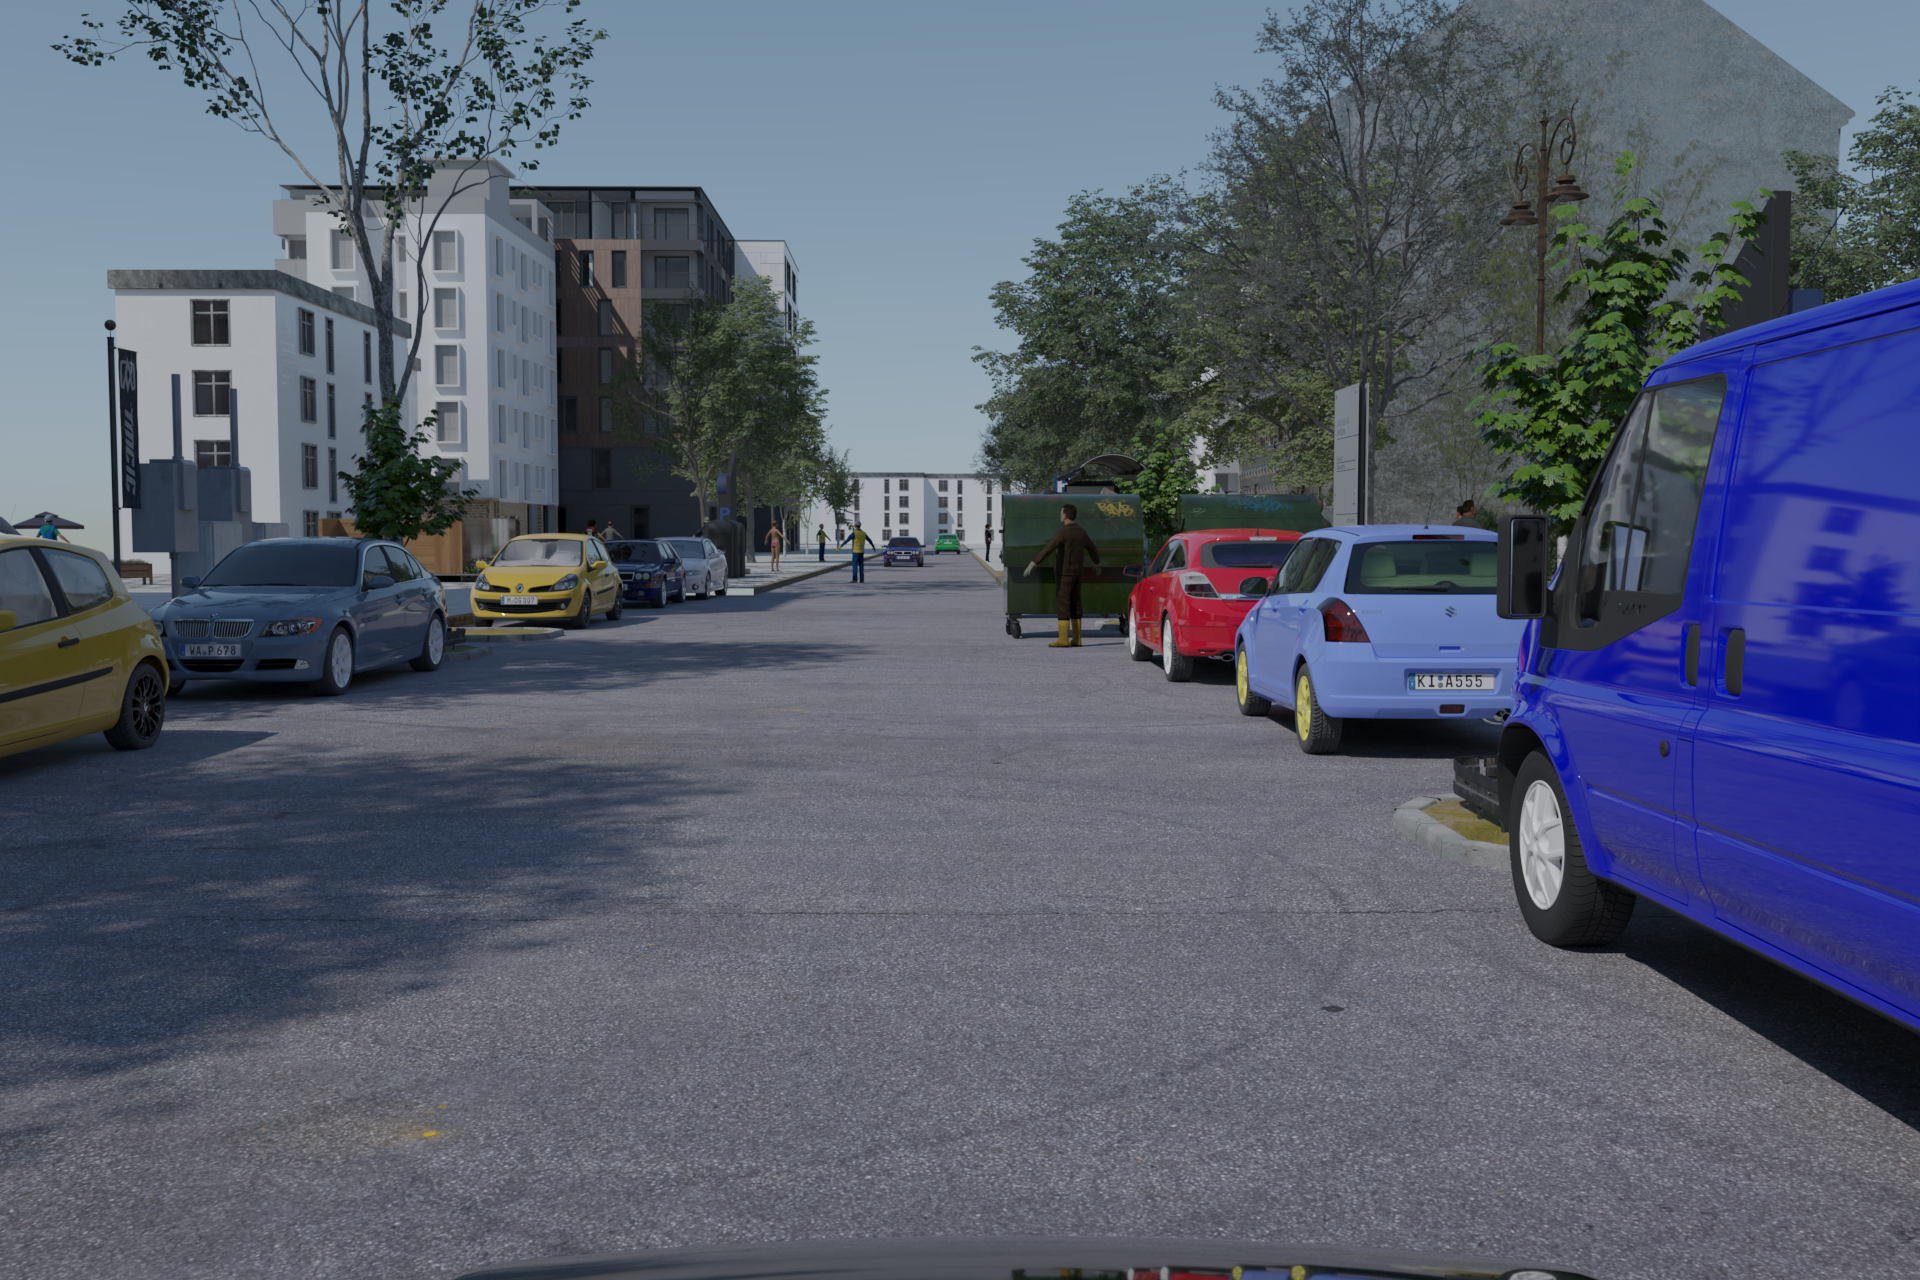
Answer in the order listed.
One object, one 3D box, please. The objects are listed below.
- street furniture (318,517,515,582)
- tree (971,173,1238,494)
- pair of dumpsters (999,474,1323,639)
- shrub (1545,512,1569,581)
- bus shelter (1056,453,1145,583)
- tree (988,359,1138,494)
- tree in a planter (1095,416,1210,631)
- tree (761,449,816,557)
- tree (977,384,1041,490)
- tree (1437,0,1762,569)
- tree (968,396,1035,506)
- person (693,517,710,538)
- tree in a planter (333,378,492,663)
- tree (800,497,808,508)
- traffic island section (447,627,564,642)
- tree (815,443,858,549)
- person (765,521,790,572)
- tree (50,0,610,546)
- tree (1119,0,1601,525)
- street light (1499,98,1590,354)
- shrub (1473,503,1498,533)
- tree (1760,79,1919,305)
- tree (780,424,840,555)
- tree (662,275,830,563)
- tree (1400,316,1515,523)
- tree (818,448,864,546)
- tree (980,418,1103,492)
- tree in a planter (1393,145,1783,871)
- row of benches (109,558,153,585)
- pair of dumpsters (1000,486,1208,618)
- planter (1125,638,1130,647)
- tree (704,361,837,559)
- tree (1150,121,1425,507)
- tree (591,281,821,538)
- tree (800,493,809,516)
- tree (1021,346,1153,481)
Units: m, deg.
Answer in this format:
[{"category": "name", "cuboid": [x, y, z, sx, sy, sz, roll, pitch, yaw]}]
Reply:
[{"category": "street furniture", "cuboid": [-14.112, -2.603, 49.413, 9.812, 1.723, 11.010, 0, 4, 3]}, {"category": "tree", "cuboid": [5.251, -9.490, 61.811, 9.857, 13.997, 8.962, 0, 3, 0]}, {"category": "pair of dumpsters", "cuboid": [2.756, -1.178, 24.213, 4.436, 2.255, 1.574, 0, 4, -1]}, {"category": "shrub", "cuboid": [16.100, -2.639, 47.573, 1.690, 2.028, 1.600, 0, 3, 0]}, {"category": "bus shelter", "cuboid": [3.767, -3.195, 46.169, 2.014, 3.302, 5.546, 0, 4, -1]}, {"category": "tree", "cuboid": [5.689, -9.473, 89.292, 8.767, 10.594, 7.601, 0, 4, 1]}, {"category": "tree in a planter", "cuboid": [3.079, -1.783, 26.371, 1.991, 3.239, 1.994, 0, 4, 1]}, {"category": "tree", "cuboid": [-9.777, -8.948, 96.655, 4.360, 8.622, 3.978, 0, 3, 0]}, {"category": "tree", "cuboid": [6.030, -13.169, 125.679, 12.009, 13.543, 11.850, 0, 3, 0]}, {"category": "tree", "cuboid": [8.593, -4.544, 24.657, 4.360, 8.622, 3.978, 0, 3, 0]}, {"category": "tree", "cuboid": [5.801, -14.329, 144.648, 12.009, 13.543, 11.850, 0, 3, 0]}, {"category": "person", "cuboid": [-8.556, -3.229, 58.580, 1.354, 1.856, 0.705, -1, 4, -21]}, {"category": "tree in a planter", "cuboid": [-6.588, -1.400, 20.107, 1.991, 3.239, 1.994, 0, 4, 1]}, {"category": "tree", "cuboid": [-22.082, -17.263, 232.610, 4.360, 8.622, 3.978, 0, 3, 0]}, {"category": "traffic island section", "cuboid": [-6.590, -0.069, 24.000, 1.991, 0.108, 1.994, 0, 3, 0]}, {"category": "tree", "cuboid": [-9.941, -11.597, 139.973, 4.737, 8.622, 4.395, 0, 3, 0]}, {"category": "person", "cuboid": [-6.255, -3.206, 59.223, 1.217, 1.733, 0.721, 3, 5, 41]}, {"category": "tree", "cuboid": [-13.096, -10.992, 35.616, 12.611, 20.169, 13.585, 0, 3, 0]}, {"category": "tree", "cuboid": [8.553, -7.704, 36.325, 12.009, 13.543, 11.850, 0, 3, 0]}, {"category": "street light", "cuboid": [6.356, -2.827, 19.007, 0.468, 5.910, 1.993, 0, 4, 0]}, {"category": "shrub", "cuboid": [12.980, -2.404, 43.350, 1.661, 2.075, 1.752, 0, 3, 0]}, {"category": "tree", "cuboid": [26.434, -8.677, 48.532, 9.857, 13.997, 8.962, 0, 3, 0]}, {"category": "tree", "cuboid": [-9.513, -9.625, 107.734, 4.737, 8.622, 4.395, 0, 3, 0]}, {"category": "tree", "cuboid": [-9.316, -9.647, 75.850, 7.486, 12.596, 7.792, 0, 3, 0]}, {"category": "tree", "cuboid": [16.681, -6.505, 56.725, 4.360, 8.622, 3.978, 0, 3, 0]}, {"category": "tree", "cuboid": [-10.137, -11.931, 145.431, 4.737, 8.622, 4.395, 0, 3, 0]}, {"category": "tree", "cuboid": [4.963, -10.020, 98.246, 8.767, 10.594, 7.601, 1, 4, 17]}, {"category": "tree in a planter", "cuboid": [3.112, -0.659, 8.004, 1.991, 3.239, 1.994, 0, 3, 0]}, {"category": "row of benches", "cuboid": [-21.968, -1.663, 42.660, 4.104, 0.672, 1.422, -3, 5, -41]}, {"category": "pair of dumpsters", "cuboid": [2.903, -1.519, 29.782, 4.436, 2.255, 1.574, 0, 3, 0]}, {"category": "planter", "cuboid": [3.130, -0.055, 22.044, 1.991, 0.319, 1.994, 0, 4, -1]}, {"category": "tree", "cuboid": [-9.780, -9.403, 88.155, 7.601, 10.594, 8.767, -2, 4, -35]}, {"category": "tree", "cuboid": [9.256, -7.982, 48.631, 7.486, 12.596, 7.792, 0, 3, 0]}, {"category": "tree", "cuboid": [-9.286, -7.881, 63.260, 8.767, 10.594, 7.601, 0, 4, -7]}, {"category": "tree", "cuboid": [-22.427, -17.576, 237.733, 4.737, 8.622, 4.395, 0, 3, 0]}, {"category": "tree", "cuboid": [6.209, -8.798, 78.264, 7.601, 10.594, 8.767, -2, 4, -34]}]
